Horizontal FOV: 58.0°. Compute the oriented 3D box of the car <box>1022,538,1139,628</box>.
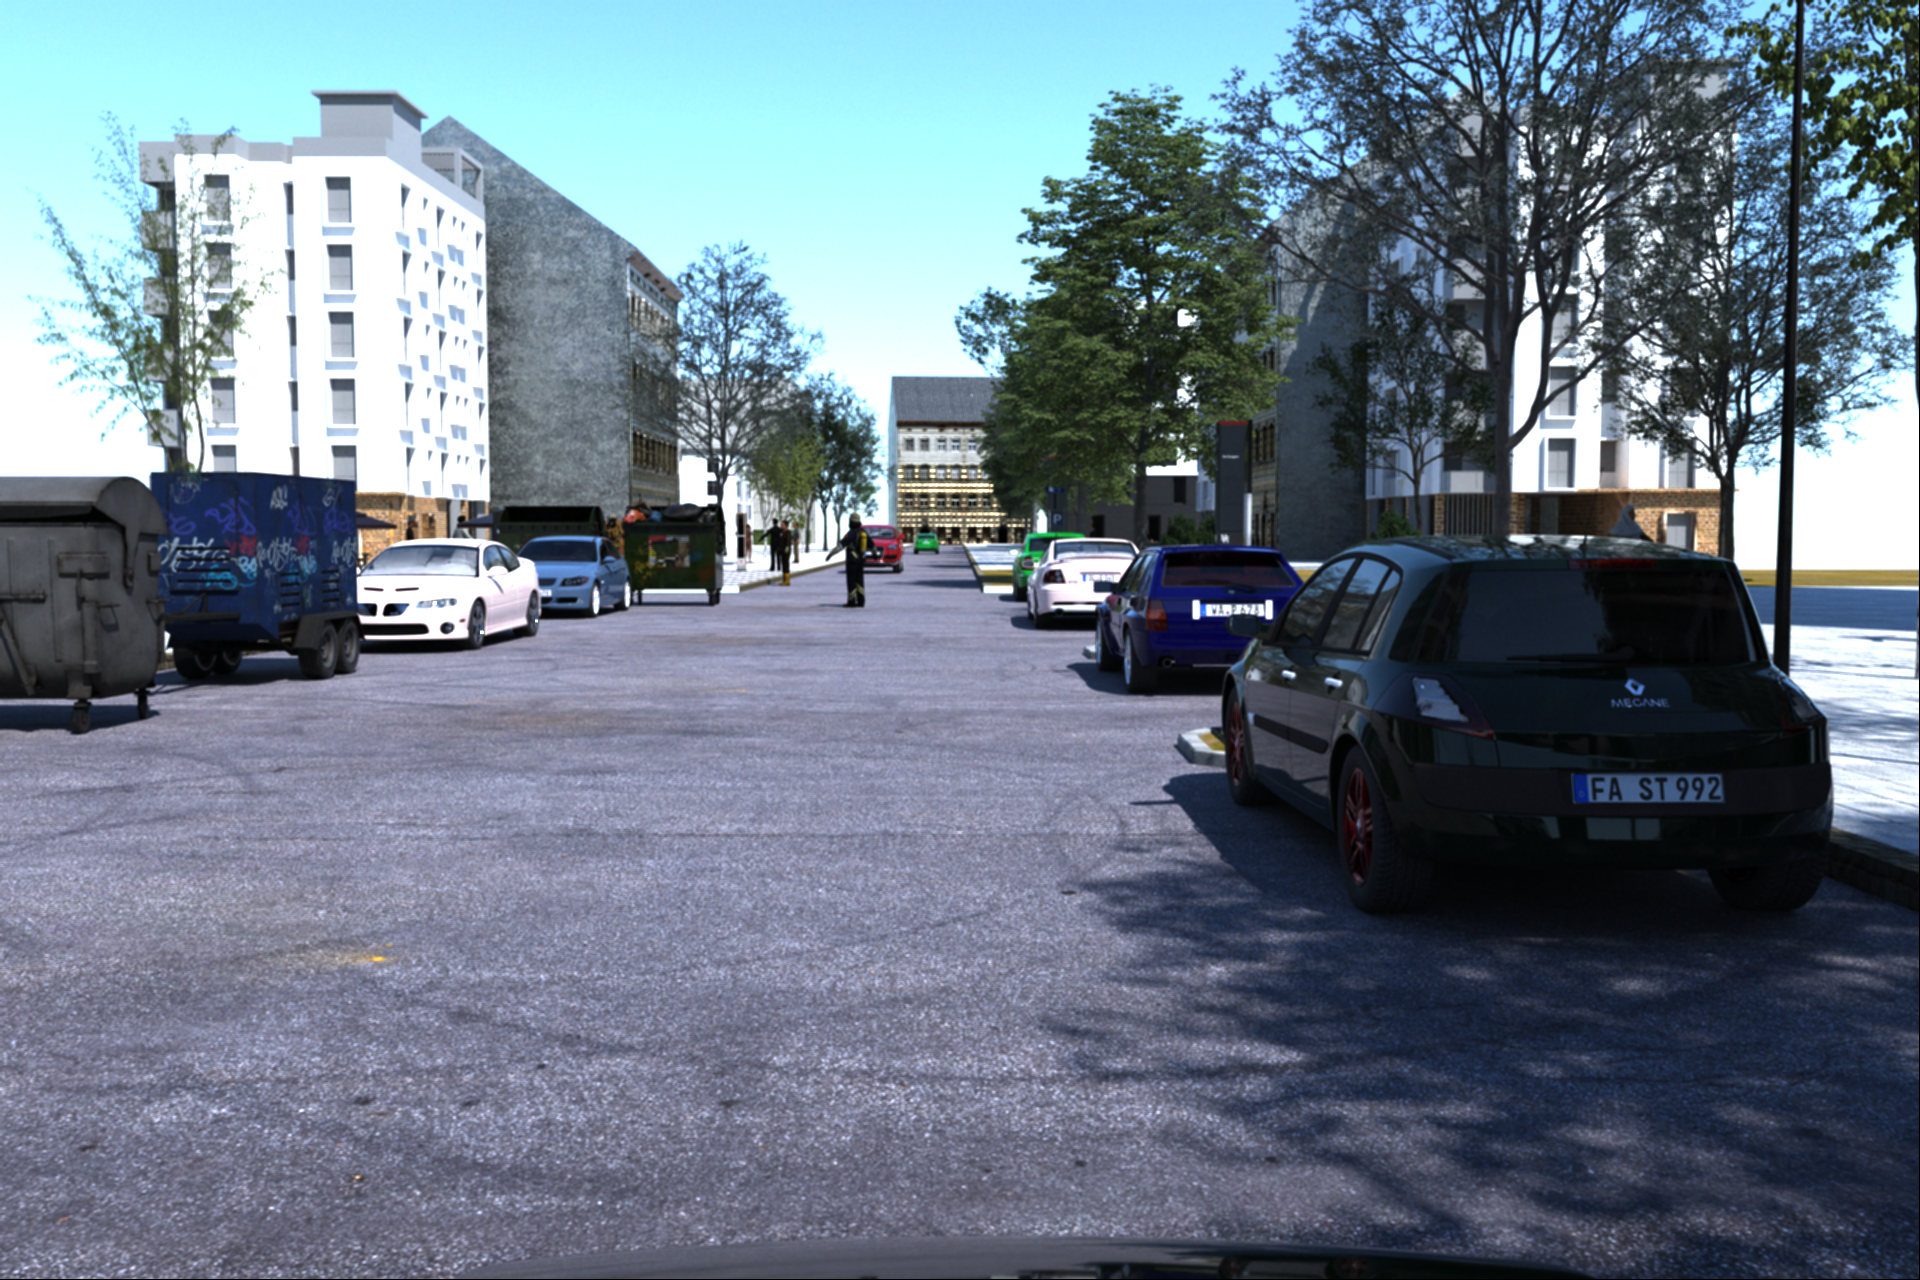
[{"bbox_3d":[2.056,-0.937,27.682,2.083,1.381,4.827,0,4,0],"label":"car"}]

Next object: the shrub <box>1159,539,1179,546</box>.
[{"bbox_3d":[5.267,-2.002,43.842,1.383,1.207,1.383,0,3,0],"label":"shrub"}]

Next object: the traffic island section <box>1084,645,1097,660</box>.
[{"bbox_3d":[2.472,0.155,20.326,1.991,0.108,1.994,0,4,-1],"label":"traffic island section"}]

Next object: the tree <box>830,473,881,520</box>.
[{"bbox_3d":[-14.362,-18.602,238.554,7.601,10.594,8.767,0,4,-2],"label":"tree"}]

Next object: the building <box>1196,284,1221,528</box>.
[{"bbox_3d":[22.538,-16.513,126.404,16.016,20.090,11.380,0,4,0],"label":"building"}]

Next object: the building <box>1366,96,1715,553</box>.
[{"bbox_3d":[24.537,-13.746,81.175,16.016,20.090,11.380,0,3,0],"label":"building"}]

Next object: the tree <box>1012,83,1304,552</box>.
[{"bbox_3d":[5.030,-7.720,44.355,7.486,12.596,7.792,0,3,0],"label":"tree"}]

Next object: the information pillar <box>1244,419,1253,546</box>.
[{"bbox_3d":[5.904,-2.701,35.520,0.183,3.616,0.504,0,4,0],"label":"information pillar"}]

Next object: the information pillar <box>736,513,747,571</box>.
[{"bbox_3d":[-7.549,-3.386,59.852,0.304,2.012,0.304,0,4,1],"label":"information pillar"}]

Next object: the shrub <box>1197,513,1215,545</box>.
[{"bbox_3d":[9.064,-3.506,61.746,1.690,2.028,1.600,0,3,0],"label":"shrub"}]

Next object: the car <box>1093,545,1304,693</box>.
[{"bbox_3d":[2.327,-0.268,16.960,1.945,1.354,3.894,0,4,-1],"label":"car"}]

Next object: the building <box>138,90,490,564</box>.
[{"bbox_3d":[-29.024,-13.385,75.271,16.016,20.090,11.380,0,4,0],"label":"building"}]

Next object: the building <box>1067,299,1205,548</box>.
[{"bbox_3d":[22.315,-19.760,167.058,27.936,21.610,32.646,0,4,0],"label":"building"}]

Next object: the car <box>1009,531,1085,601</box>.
[{"bbox_3d":[2.076,-1.802,38.256,1.959,1.807,4.718,0,4,0],"label":"car"}]

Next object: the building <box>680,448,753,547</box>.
[{"bbox_3d":[-26.327,-14.742,183.177,9.099,9.664,28.070,0,4,1],"label":"building"}]

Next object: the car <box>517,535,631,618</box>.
[{"bbox_3d":[-7.075,-1.168,31.102,2.014,1.417,4.499,0,4,0],"label":"car"}]

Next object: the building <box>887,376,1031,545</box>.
[{"bbox_3d":[-0.427,-24.860,239.844,18.063,23.208,19.493,0,4,-6],"label":"building"}]

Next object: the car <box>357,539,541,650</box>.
[{"bbox_3d":[-6.884,-0.647,22.935,2.083,1.381,4.827,0,3,0],"label":"car"}]

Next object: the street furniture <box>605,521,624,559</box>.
[{"bbox_3d":[-14.272,-3.260,60.151,9.812,1.723,11.010,0,4,7],"label":"street furniture"}]

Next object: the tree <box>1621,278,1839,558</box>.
[{"bbox_3d":[26.333,-7.619,58.990,7.601,10.594,8.767,-1,4,-18],"label":"tree"}]

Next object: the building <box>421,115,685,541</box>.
[{"bbox_3d":[-26.932,-16.487,100.484,19.493,23.208,18.063,0,4,-1],"label":"building"}]

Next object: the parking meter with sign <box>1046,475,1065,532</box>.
[{"bbox_3d":[2.760,-3.273,49.775,0.543,3.016,1.738,0,4,1],"label":"parking meter with sign"}]

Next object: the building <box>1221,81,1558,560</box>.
[{"bbox_3d":[24.808,-16.069,93.656,19.493,23.208,18.063,0,4,0],"label":"building"}]

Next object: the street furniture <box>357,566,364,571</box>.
[{"bbox_3d":[-16.937,-1.652,42.639,5.734,0.657,10.072,-1,4,-15],"label":"street furniture"}]

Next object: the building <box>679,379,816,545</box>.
[{"bbox_3d":[-27.455,-21.182,212.785,16.747,18.905,31.486,0,4,0],"label":"building"}]

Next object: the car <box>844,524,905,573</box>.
[{"bbox_3d":[-3.163,-3.427,64.712,2.281,1.827,5.304,0,4,0],"label":"car"}]

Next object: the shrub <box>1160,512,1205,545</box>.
[{"bbox_3d":[7.131,-3.150,55.927,1.690,2.028,1.600,0,3,0],"label":"shrub"}]

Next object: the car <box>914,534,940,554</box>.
[{"bbox_3d":[-2.392,-7.060,124.233,1.959,1.807,4.718,0,4,0],"label":"car"}]

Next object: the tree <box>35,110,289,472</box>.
[{"bbox_3d":[-13.246,-4.882,30.184,4.360,8.622,3.978,0,3,0],"label":"tree"}]

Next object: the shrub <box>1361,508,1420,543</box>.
[{"bbox_3d":[12.131,-2.706,48.657,1.690,2.028,1.600,0,3,0],"label":"shrub"}]

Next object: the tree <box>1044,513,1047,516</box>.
[{"bbox_3d":[13.362,-17.626,238.548,4.737,8.622,4.395,0,3,0],"label":"tree"}]

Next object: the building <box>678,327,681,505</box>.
[{"bbox_3d":[-30.130,-17.644,119.406,19.493,23.208,18.063,0,4,-1],"label":"building"}]

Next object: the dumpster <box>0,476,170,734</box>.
[{"bbox_3d":[-7.018,-0.283,12.841,1.865,1.857,1.264,0,3,0],"label":"dumpster"}]

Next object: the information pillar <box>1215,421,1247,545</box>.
[{"bbox_3d":[6.243,-3.093,39.955,0.750,3.857,0.750,0,4,0],"label":"information pillar"}]

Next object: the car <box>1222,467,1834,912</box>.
[{"bbox_3d":[2.320,0.112,7.962,2.009,1.686,4.222,0,4,-1],"label":"car"}]

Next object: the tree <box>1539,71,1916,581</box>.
[{"bbox_3d":[20.972,-8.361,47.079,12.009,13.543,11.850,0,3,0],"label":"tree"}]

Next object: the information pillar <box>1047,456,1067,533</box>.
[{"bbox_3d":[3.230,-4.182,57.755,0.750,3.857,0.750,0,4,-1],"label":"information pillar"}]
